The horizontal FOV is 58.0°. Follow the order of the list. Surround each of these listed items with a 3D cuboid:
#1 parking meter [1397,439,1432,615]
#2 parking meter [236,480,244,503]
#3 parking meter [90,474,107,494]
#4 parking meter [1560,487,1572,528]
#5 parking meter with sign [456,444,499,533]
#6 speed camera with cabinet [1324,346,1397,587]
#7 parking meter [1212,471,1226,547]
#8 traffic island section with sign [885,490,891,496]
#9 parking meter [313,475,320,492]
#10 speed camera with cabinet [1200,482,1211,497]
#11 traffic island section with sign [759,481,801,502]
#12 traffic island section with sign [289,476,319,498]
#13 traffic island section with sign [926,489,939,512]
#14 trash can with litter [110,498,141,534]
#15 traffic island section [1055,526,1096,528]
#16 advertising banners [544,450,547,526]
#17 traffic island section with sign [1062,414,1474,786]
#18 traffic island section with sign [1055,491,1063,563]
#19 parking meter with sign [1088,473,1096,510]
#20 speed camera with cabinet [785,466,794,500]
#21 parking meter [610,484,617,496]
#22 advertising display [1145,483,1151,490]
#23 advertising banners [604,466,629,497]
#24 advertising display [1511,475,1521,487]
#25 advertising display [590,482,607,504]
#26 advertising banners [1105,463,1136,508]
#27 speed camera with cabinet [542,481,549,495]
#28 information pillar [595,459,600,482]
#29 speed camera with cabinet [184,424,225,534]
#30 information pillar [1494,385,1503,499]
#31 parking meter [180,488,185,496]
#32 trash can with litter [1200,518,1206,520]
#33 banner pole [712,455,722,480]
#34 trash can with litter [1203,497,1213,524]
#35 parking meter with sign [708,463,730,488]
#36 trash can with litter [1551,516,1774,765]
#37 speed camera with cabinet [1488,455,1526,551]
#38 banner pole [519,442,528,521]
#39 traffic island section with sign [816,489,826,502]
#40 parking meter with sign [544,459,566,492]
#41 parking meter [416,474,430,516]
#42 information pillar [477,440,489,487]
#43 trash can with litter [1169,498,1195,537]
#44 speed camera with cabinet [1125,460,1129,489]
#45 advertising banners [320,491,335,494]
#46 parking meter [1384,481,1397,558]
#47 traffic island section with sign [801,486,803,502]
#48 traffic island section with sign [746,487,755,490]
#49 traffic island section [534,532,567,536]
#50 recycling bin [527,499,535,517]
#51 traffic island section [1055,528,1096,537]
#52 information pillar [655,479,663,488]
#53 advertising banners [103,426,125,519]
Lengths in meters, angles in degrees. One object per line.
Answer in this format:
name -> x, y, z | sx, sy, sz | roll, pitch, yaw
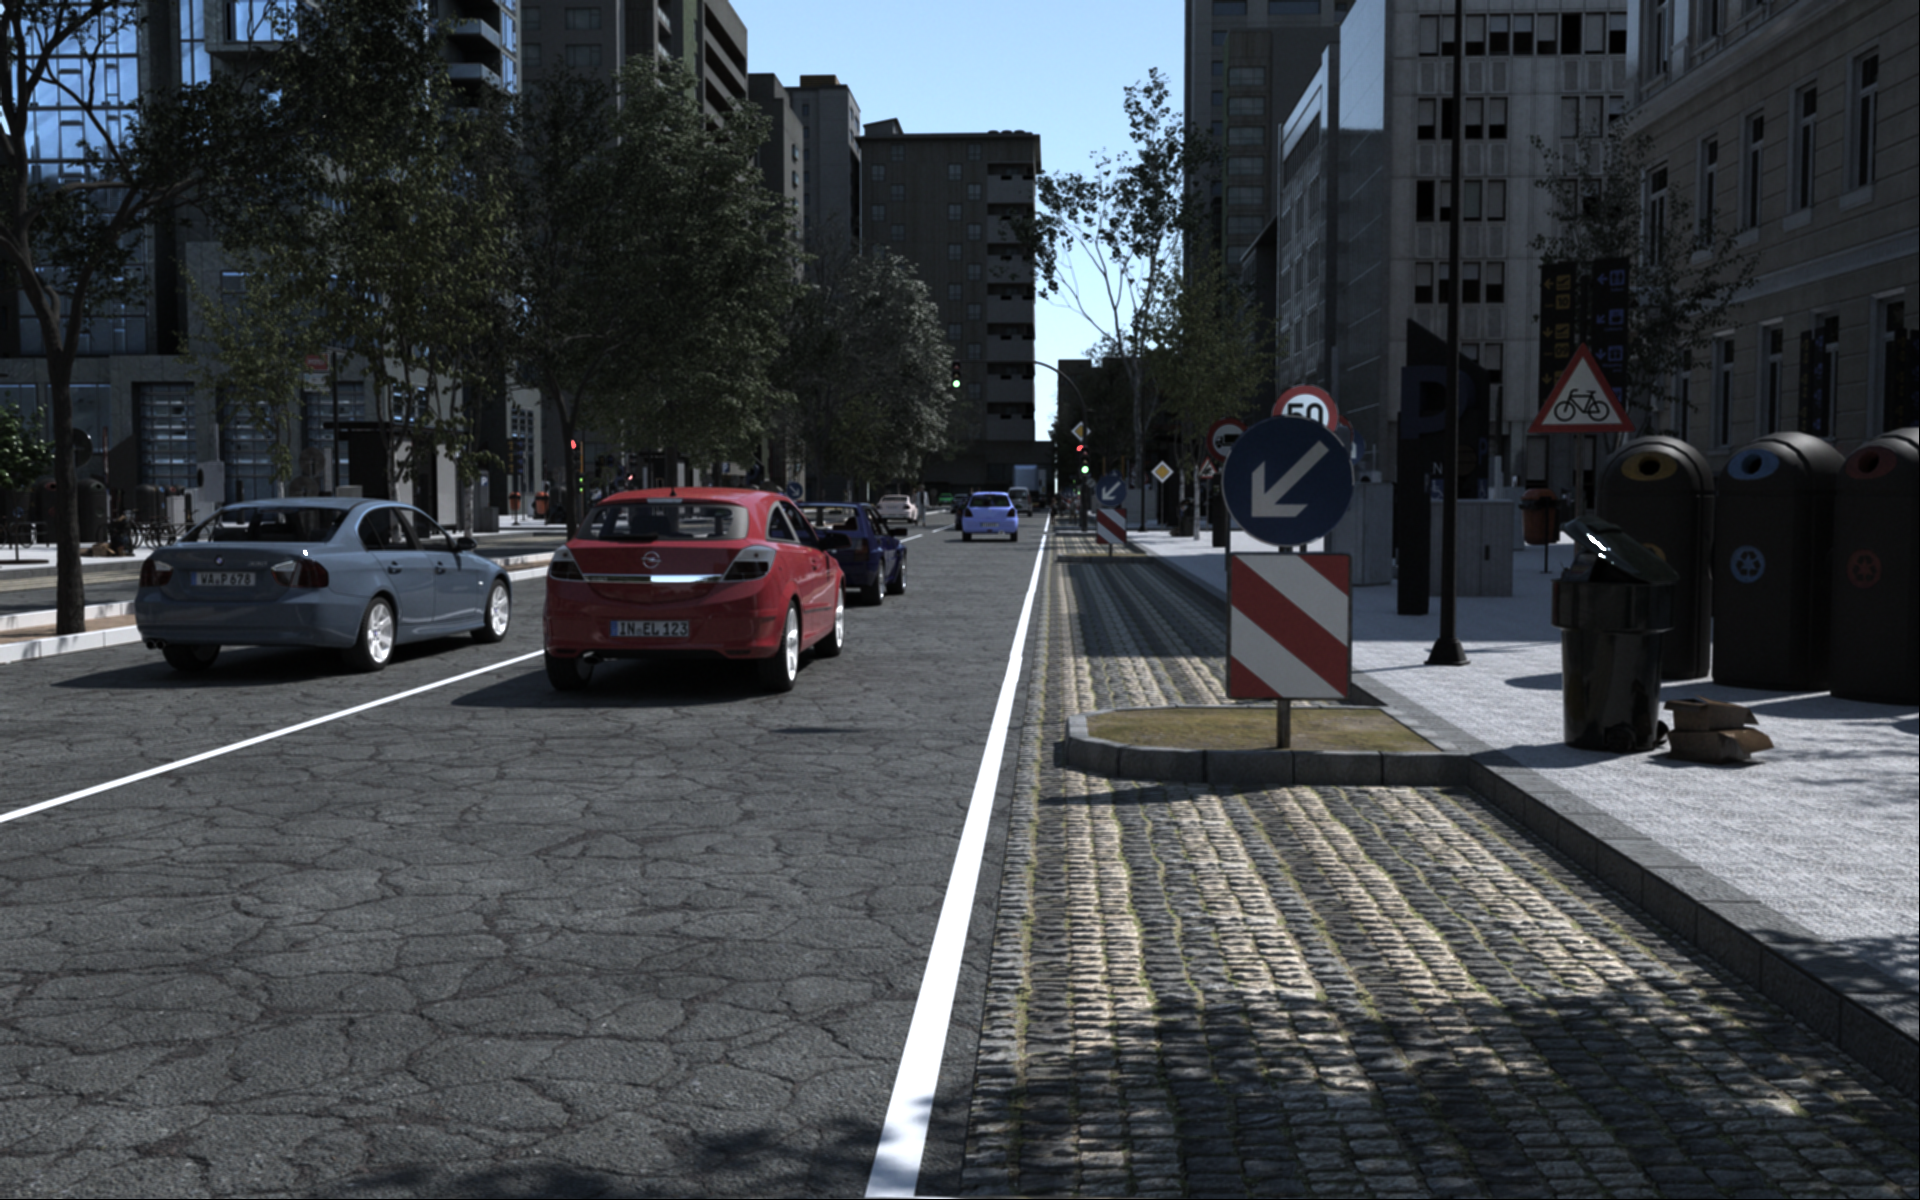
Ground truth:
parking meter -> 4.845, -0.780, 18.461 | 0.255, 1.863, 0.399 | 2, 4, 30
parking meter -> -30.300, -4.109, 72.901 | 0.255, 1.863, 0.399 | -1, 4, -12
parking meter -> -24.755, -2.696, 49.792 | 0.399, 1.863, 0.255 | -3, 5, -41
parking meter -> 22.846, -3.479, 65.289 | 0.372, 1.533, 0.369 | 0, 3, 0
parking meter with sign -> -16.081, -3.755, 57.656 | 1.738, 3.016, 0.543 | 2, 4, 32
speed camera with cabinet -> 5.313, -1.811, 23.952 | 0.660, 3.252, 2.038 | 3, 4, 38
parking meter -> 6.307, -2.212, 41.871 | 0.399, 1.863, 0.255 | -3, 5, -40
traffic island section with sign -> -7.014, -9.846, 169.604 | 1.989, 1.847, 2.006 | 0, 4, 3
parking meter -> -20.242, -2.967, 54.224 | 0.255, 1.863, 0.399 | 1, 4, 17
speed camera with cabinet -> 18.856, -8.657, 135.877 | 0.660, 3.252, 2.038 | -2, 4, -25
traffic island section with sign -> -6.717, -3.151, 59.663 | 2.006, 1.907, 1.989 | 0, 4, 3
traffic island section with sign -> -14.231, -1.736, 37.008 | 1.989, 1.847, 2.006 | 0, 4, 3
traffic island section with sign -> -2.230, -8.193, 142.087 | 2.006, 1.907, 1.989 | 0, 4, 3
trash can with litter -> -27.507, -2.763, 56.239 | 1.678, 1.210, 2.233 | -2, 4, -35
traffic island section -> 4.677, -2.723, 66.802 | 2.009, 0.180, 2.903 | 0, 4, 3
advertising banners -> -16.765, -4.517, 70.034 | 0.090, 3.025, 2.074 | -1, 4, -14
traffic island section with sign -> 1.575, -0.050, 9.444 | 1.989, 1.847, 2.006 | 0, 4, 3
traffic island section with sign -> 3.039, -1.696, 36.359 | 1.989, 1.847, 2.006 | 0, 4, 3
parking meter with sign -> 10.694, -8.763, 139.541 | 0.543, 3.016, 1.738 | -1, 4, -23
speed camera with cabinet -> -11.764, -7.735, 120.799 | 0.660, 3.252, 2.038 | 0, 4, 3
parking meter -> -20.740, -5.996, 103.748 | 0.399, 1.863, 0.255 | 0, 4, 0
advertising display -> 11.140, -5.851, 100.885 | 0.974, 1.923, 0.123 | 0, 4, 2
advertising banners -> -21.209, -6.794, 107.274 | 2.074, 3.025, 0.090 | 2, 4, 25
advertising display -> 18.468, -3.202, 57.563 | 0.123, 1.923, 0.974 | 0, 4, 7
advertising display -> -19.447, -5.355, 92.764 | 0.974, 1.923, 0.123 | 3, 4, 37
advertising banners -> 9.059, -6.218, 97.859 | 2.074, 3.025, 0.090 | 0, 4, 7
speed camera with cabinet -> -28.699, -7.536, 117.549 | 0.660, 3.252, 2.038 | 1, 4, 23
information pillar -> -24.368, -7.676, 116.850 | 0.504, 3.616, 0.183 | -1, 4, -22
speed camera with cabinet -> -21.449, -3.350, 49.113 | 0.660, 3.252, 2.038 | -3, 4, -38
information pillar -> 11.700, -2.832, 37.653 | 0.183, 3.616, 0.504 | 1, 4, 10
parking meter -> -30.690, -3.685, 68.665 | 0.372, 1.533, 0.369 | 0, 3, 0
trash can with litter -> 12.150, -4.619, 86.573 | 2.233, 1.210, 1.678 | -1, 4, -18
banner pole -> -15.677, -7.474, 112.216 | 0.863, 3.779, 0.401 | -2, 4, -26
trash can with litter -> 10.763, -3.843, 74.224 | 0.624, 1.170, 1.055 | 1, 4, 13
parking meter with sign -> -13.562, -6.084, 95.728 | 0.543, 3.016, 1.738 | 3, 5, 42
trash can with litter -> 3.497, 0.169, 8.617 | 0.624, 1.170, 1.055 | -3, 5, -42
speed camera with cabinet -> 12.427, -2.799, 40.102 | 0.660, 3.252, 2.038 | 0, 4, -6
banner pole -> -21.013, -5.716, 83.480 | 0.401, 3.779, 0.863 | 0, 4, -2
traffic island section with sign -> -9.680, -6.845, 120.537 | 1.989, 1.847, 2.006 | 0, 4, 3
parking meter with sign -> -19.715, -5.478, 85.819 | 1.738, 3.016, 0.543 | -1, 4, -13
parking meter -> -15.478, -2.703, 49.909 | 0.255, 1.863, 0.399 | -3, 5, -41
information pillar -> -20.566, -5.101, 74.752 | 0.504, 3.616, 0.183 | 1, 4, 14
trash can with litter -> 6.655, -2.492, 52.139 | 0.624, 1.170, 1.055 | -2, 4, -27
speed camera with cabinet -> 10.323, -6.428, 99.429 | 2.038, 3.252, 0.660 | 3, 4, 38
advertising banners -> -25.176, -4.556, 70.678 | 2.074, 3.025, 0.090 | 0, 4, 2
parking meter -> 8.598, -1.615, 34.820 | 0.372, 1.533, 0.369 | 0, 3, 0
traffic island section with sign -> -6.305, -3.604, 67.058 | 2.006, 1.907, 1.989 | 0, 4, 3
traffic island section with sign -> -11.230, -5.125, 92.415 | 1.989, 1.847, 2.006 | 0, 4, 3
traffic island section -> -13.322, -2.294, 59.787 | 2.009, 0.180, 2.903 | 0, 4, 3
recycling bin -> -23.426, -5.066, 95.388 | 0.722, 1.027, 0.722 | 0, 4, -6
traffic island section -> 4.243, -2.235, 58.829 | 2.009, 0.180, 2.903 | 0, 4, 3
information pillar -> -14.200, -4.732, 81.859 | 0.304, 2.012, 0.304 | -2, 4, -26
advertising banners -> -21.616, -2.939, 44.236 | 0.090, 3.025, 2.074 | -3, 4, -37
